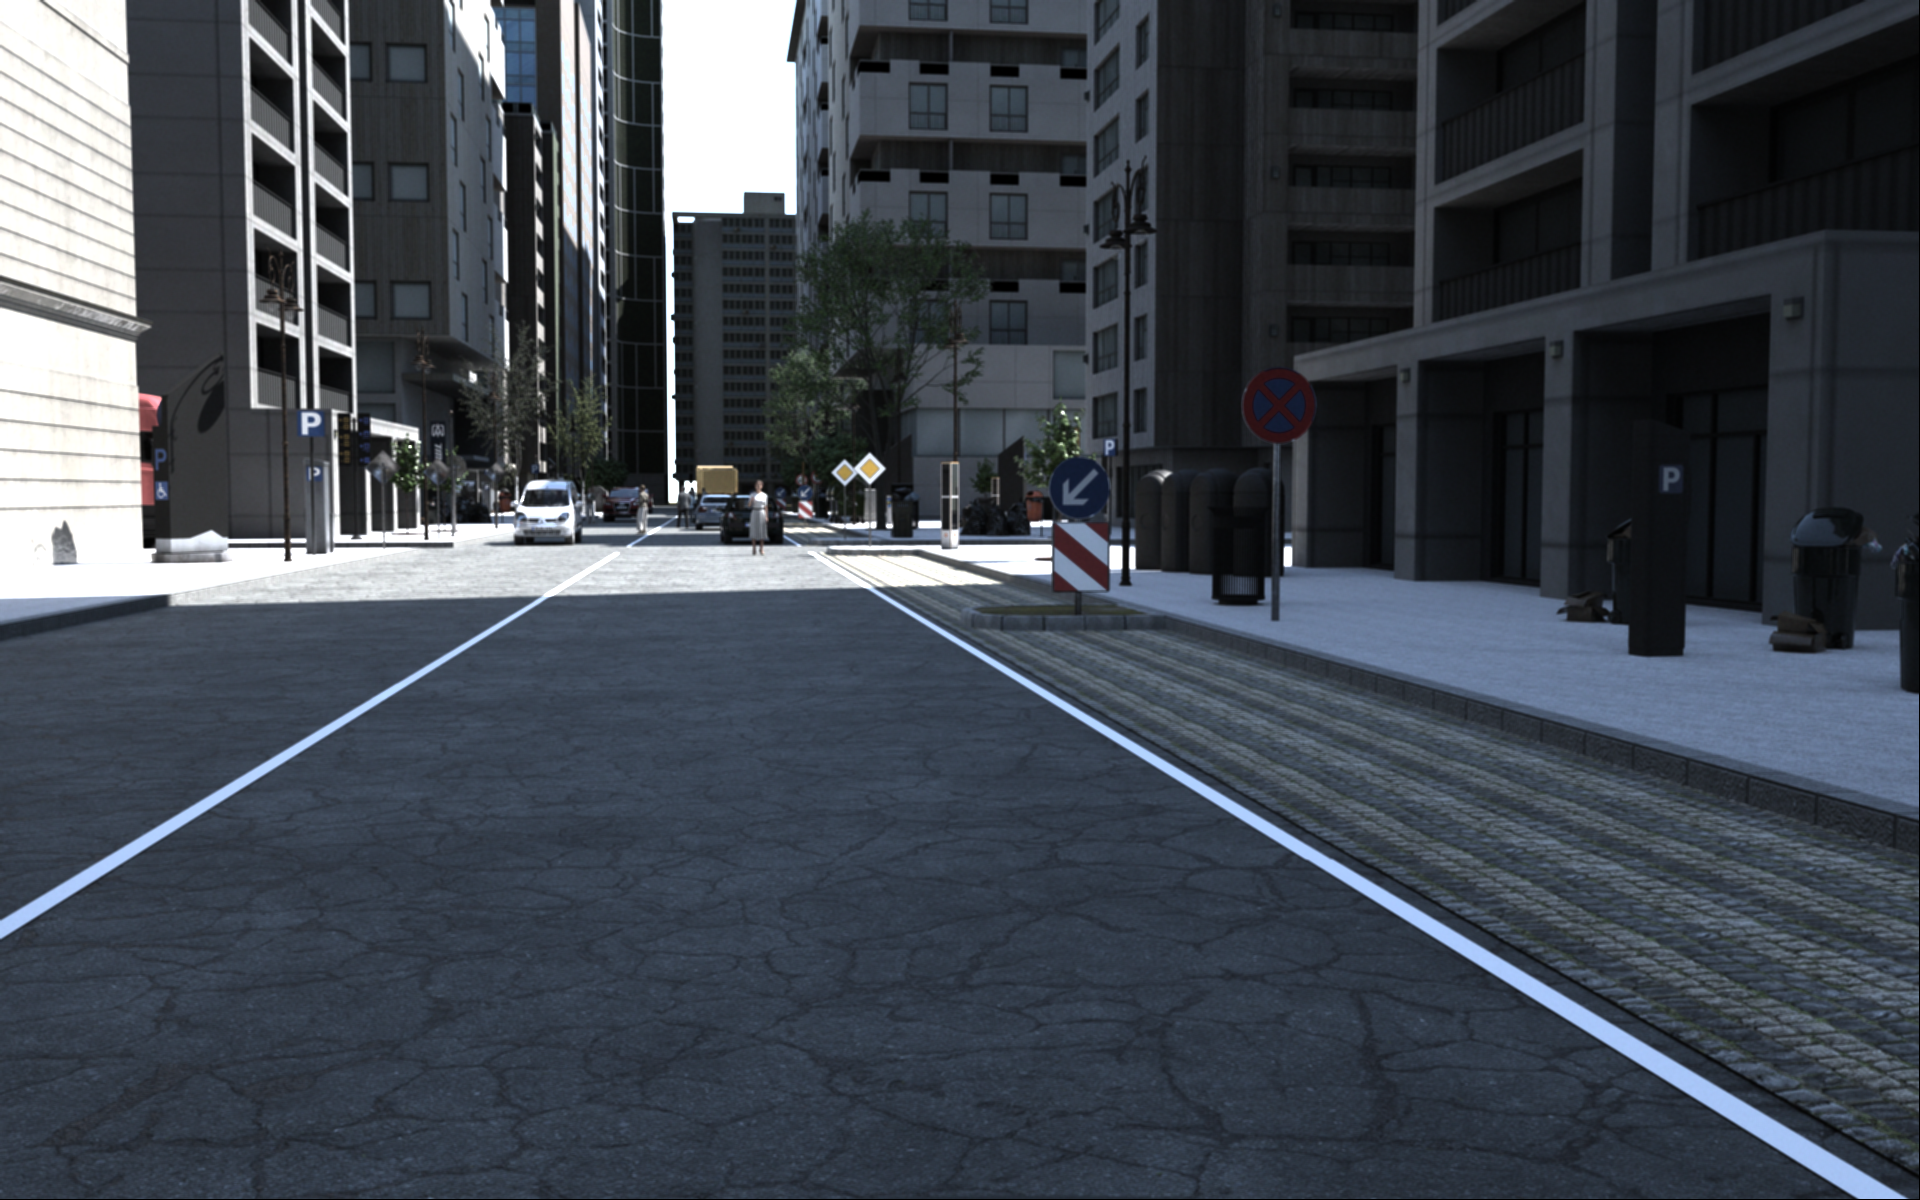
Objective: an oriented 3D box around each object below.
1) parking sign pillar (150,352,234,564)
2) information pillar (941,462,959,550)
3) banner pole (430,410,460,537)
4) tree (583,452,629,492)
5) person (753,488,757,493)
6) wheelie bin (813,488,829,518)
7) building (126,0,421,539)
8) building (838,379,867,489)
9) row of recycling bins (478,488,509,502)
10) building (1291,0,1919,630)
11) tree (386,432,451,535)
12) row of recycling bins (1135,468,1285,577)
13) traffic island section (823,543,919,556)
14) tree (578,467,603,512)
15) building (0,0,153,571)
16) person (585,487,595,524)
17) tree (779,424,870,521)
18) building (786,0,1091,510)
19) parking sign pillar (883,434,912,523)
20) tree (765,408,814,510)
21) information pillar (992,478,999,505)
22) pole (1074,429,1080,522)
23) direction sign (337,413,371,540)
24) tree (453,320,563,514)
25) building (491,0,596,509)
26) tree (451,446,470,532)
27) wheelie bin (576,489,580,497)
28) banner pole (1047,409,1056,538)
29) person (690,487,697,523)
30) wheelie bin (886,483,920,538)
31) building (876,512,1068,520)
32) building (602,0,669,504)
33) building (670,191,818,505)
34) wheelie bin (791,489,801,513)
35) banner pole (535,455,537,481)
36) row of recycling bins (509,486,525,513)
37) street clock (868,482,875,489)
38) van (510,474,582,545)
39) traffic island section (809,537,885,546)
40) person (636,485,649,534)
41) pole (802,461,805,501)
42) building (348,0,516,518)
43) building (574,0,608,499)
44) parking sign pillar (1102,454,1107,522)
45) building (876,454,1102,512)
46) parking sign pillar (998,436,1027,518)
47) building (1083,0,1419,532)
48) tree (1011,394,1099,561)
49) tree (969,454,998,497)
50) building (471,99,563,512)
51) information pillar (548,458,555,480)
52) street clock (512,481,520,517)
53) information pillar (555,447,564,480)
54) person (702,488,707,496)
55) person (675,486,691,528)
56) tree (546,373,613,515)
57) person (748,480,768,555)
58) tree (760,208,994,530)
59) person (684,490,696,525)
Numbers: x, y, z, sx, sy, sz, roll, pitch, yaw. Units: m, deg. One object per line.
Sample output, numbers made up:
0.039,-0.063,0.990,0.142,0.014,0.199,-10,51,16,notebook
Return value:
-14.454,-2.693,32.511,1.447,3.967,1.447,2,4,26,parking sign pillar
-0.234,-2.172,40.007,0.304,2.012,0.304,3,4,39,information pillar
-15.477,-3.789,51.961,0.863,3.779,0.401,0,4,1,banner pole
-29.240,-9.846,144.698,4.285,4.588,4.351,0,3,0,tree
-9.641,-4.452,82.122,0.563,1.720,0.643,2,4,32,person
-7.390,-5.167,92.388,0.693,1.594,0.980,-3,5,-42,wheelie bin
-29.581,-37.815,56.520,20.563,71.187,20.611,0,4,-8,building
-2.762,-22.282,136.012,14.160,30.474,14.107,0,4,-8,building
-32.958,-6.906,120.022,3.534,1.692,1.069,0,4,-2,row of recycling bins
17.456,-35.578,19.959,20.563,71.187,20.611,0,4,-8,building
-17.156,-3.641,54.128,1.663,3.219,1.824,0,3,0,tree
4.012,-1.293,28.257,1.069,1.692,3.534,-2,4,-28,row of recycling bins
-2.130,-1.169,41.399,2.009,0.180,2.903,0,4,-8,traffic island section
-26.590,-7.915,124.004,1.663,3.219,1.824,0,3,0,tree
-37.086,-15.160,24.284,44.131,29.872,17.030,0,4,-8,building
-17.805,-4.541,83.287,0.519,1.759,0.362,1,4,8,person
-5.635,-5.993,81.695,4.285,4.588,4.351,0,3,0,tree
-3.399,-36.396,184.306,28.713,52.752,27.495,0,4,-8,building
-2.827,-5.434,77.316,1.447,3.967,1.447,-1,4,-18,parking sign pillar
-13.535,-11.546,139.138,4.737,8.622,4.395,0,3,0,tree
1.584,-4.466,77.508,0.304,2.012,0.304,1,4,12,information pillar
3.543,-3.588,52.500,0.158,3.312,0.155,0,3,0,pole
-16.949,-3.458,48.535,0.876,3.537,0.379,-1,4,-8,direction sign
-18.826,-7.464,72.401,4.360,8.622,3.978,0,3,0,tree
-40.469,-30.916,155.583,14.600,45.320,14.200,0,4,-8,building
-17.437,-3.934,58.918,1.663,3.219,1.824,0,3,0,tree
-25.350,-6.454,113.426,0.980,1.594,0.693,0,4,-5,wheelie bin
2.865,-3.672,50.051,0.401,3.779,0.863,-2,4,-34,banner pole
-13.162,-4.705,85.613,0.473,1.802,0.592,2,4,24,person
-1.671,-2.636,51.013,0.980,1.594,0.693,0,4,-5,wheelie bin
6.732,-31.171,98.886,28.713,52.752,27.495,0,4,-8,building
-47.317,-47.580,216.188,20.611,71.187,20.563,0,4,-8,building
-25.381,-32.628,225.353,23.993,40.220,32.217,0,4,-8,building
-10.920,-6.618,116.108,0.693,1.594,0.980,1,4,17,wheelie bin
-27.311,-7.445,111.736,0.401,3.779,0.863,-1,4,-18,banner pole
-21.770,-5.061,89.860,3.534,1.692,1.069,3,5,40,row of recycling bins
-4.329,-4.895,84.608,0.358,2.002,0.471,1,4,11,street clock
-11.889,-2.632,50.051,2.013,2.044,4.112,0,4,-8,van
-3.252,-1.653,49.305,2.009,0.180,2.903,0,4,-8,traffic island section
-11.487,-3.272,62.549,0.362,1.759,0.519,2,4,31,person
-9.779,-6.992,108.161,0.158,3.312,0.155,0,3,0,pole
-38.784,-30.647,90.318,28.713,52.752,27.495,0,4,-8,building
-51.648,-39.078,180.925,28.212,58.520,21.231,0,4,-8,building
6.575,-5.129,72.334,1.447,3.967,1.447,2,4,35,parking sign pillar
0.251,-34.721,156.929,28.713,52.752,27.495,0,4,-8,building
2.437,-5.631,80.531,1.447,3.967,1.447,2,4,26,parking sign pillar
12.758,-17.795,62.655,14.107,30.474,14.160,0,4,-8,building
2.036,-2.377,33.468,1.663,3.219,1.824,0,3,0,tree
1.155,-5.474,84.104,1.663,3.219,1.824,0,3,0,tree
-37.153,-21.757,127.430,14.160,30.474,14.107,0,4,-8,building
-26.611,-7.443,113.055,0.504,3.616,0.183,0,4,8,information pillar
-24.049,-5.465,93.917,0.358,2.002,0.471,-3,5,-42,street clock
-19.778,-5.789,86.000,0.183,3.616,0.504,0,4,6,information pillar
-15.680,-5.968,106.192,0.853,1.813,0.709,-3,4,-39,person
-11.725,-3.934,73.218,0.661,1.777,0.834,-3,4,-38,person
-23.155,-9.511,105.874,4.737,8.622,4.395,0,3,0,tree
-4.733,-1.933,40.680,0.480,1.755,0.524,-1,4,-22,person
-2.734,-8.327,61.902,9.928,11.665,9.643,0,3,0,tree
-12.562,-4.298,80.584,0.589,1.601,0.330,-3,4,-36,person
